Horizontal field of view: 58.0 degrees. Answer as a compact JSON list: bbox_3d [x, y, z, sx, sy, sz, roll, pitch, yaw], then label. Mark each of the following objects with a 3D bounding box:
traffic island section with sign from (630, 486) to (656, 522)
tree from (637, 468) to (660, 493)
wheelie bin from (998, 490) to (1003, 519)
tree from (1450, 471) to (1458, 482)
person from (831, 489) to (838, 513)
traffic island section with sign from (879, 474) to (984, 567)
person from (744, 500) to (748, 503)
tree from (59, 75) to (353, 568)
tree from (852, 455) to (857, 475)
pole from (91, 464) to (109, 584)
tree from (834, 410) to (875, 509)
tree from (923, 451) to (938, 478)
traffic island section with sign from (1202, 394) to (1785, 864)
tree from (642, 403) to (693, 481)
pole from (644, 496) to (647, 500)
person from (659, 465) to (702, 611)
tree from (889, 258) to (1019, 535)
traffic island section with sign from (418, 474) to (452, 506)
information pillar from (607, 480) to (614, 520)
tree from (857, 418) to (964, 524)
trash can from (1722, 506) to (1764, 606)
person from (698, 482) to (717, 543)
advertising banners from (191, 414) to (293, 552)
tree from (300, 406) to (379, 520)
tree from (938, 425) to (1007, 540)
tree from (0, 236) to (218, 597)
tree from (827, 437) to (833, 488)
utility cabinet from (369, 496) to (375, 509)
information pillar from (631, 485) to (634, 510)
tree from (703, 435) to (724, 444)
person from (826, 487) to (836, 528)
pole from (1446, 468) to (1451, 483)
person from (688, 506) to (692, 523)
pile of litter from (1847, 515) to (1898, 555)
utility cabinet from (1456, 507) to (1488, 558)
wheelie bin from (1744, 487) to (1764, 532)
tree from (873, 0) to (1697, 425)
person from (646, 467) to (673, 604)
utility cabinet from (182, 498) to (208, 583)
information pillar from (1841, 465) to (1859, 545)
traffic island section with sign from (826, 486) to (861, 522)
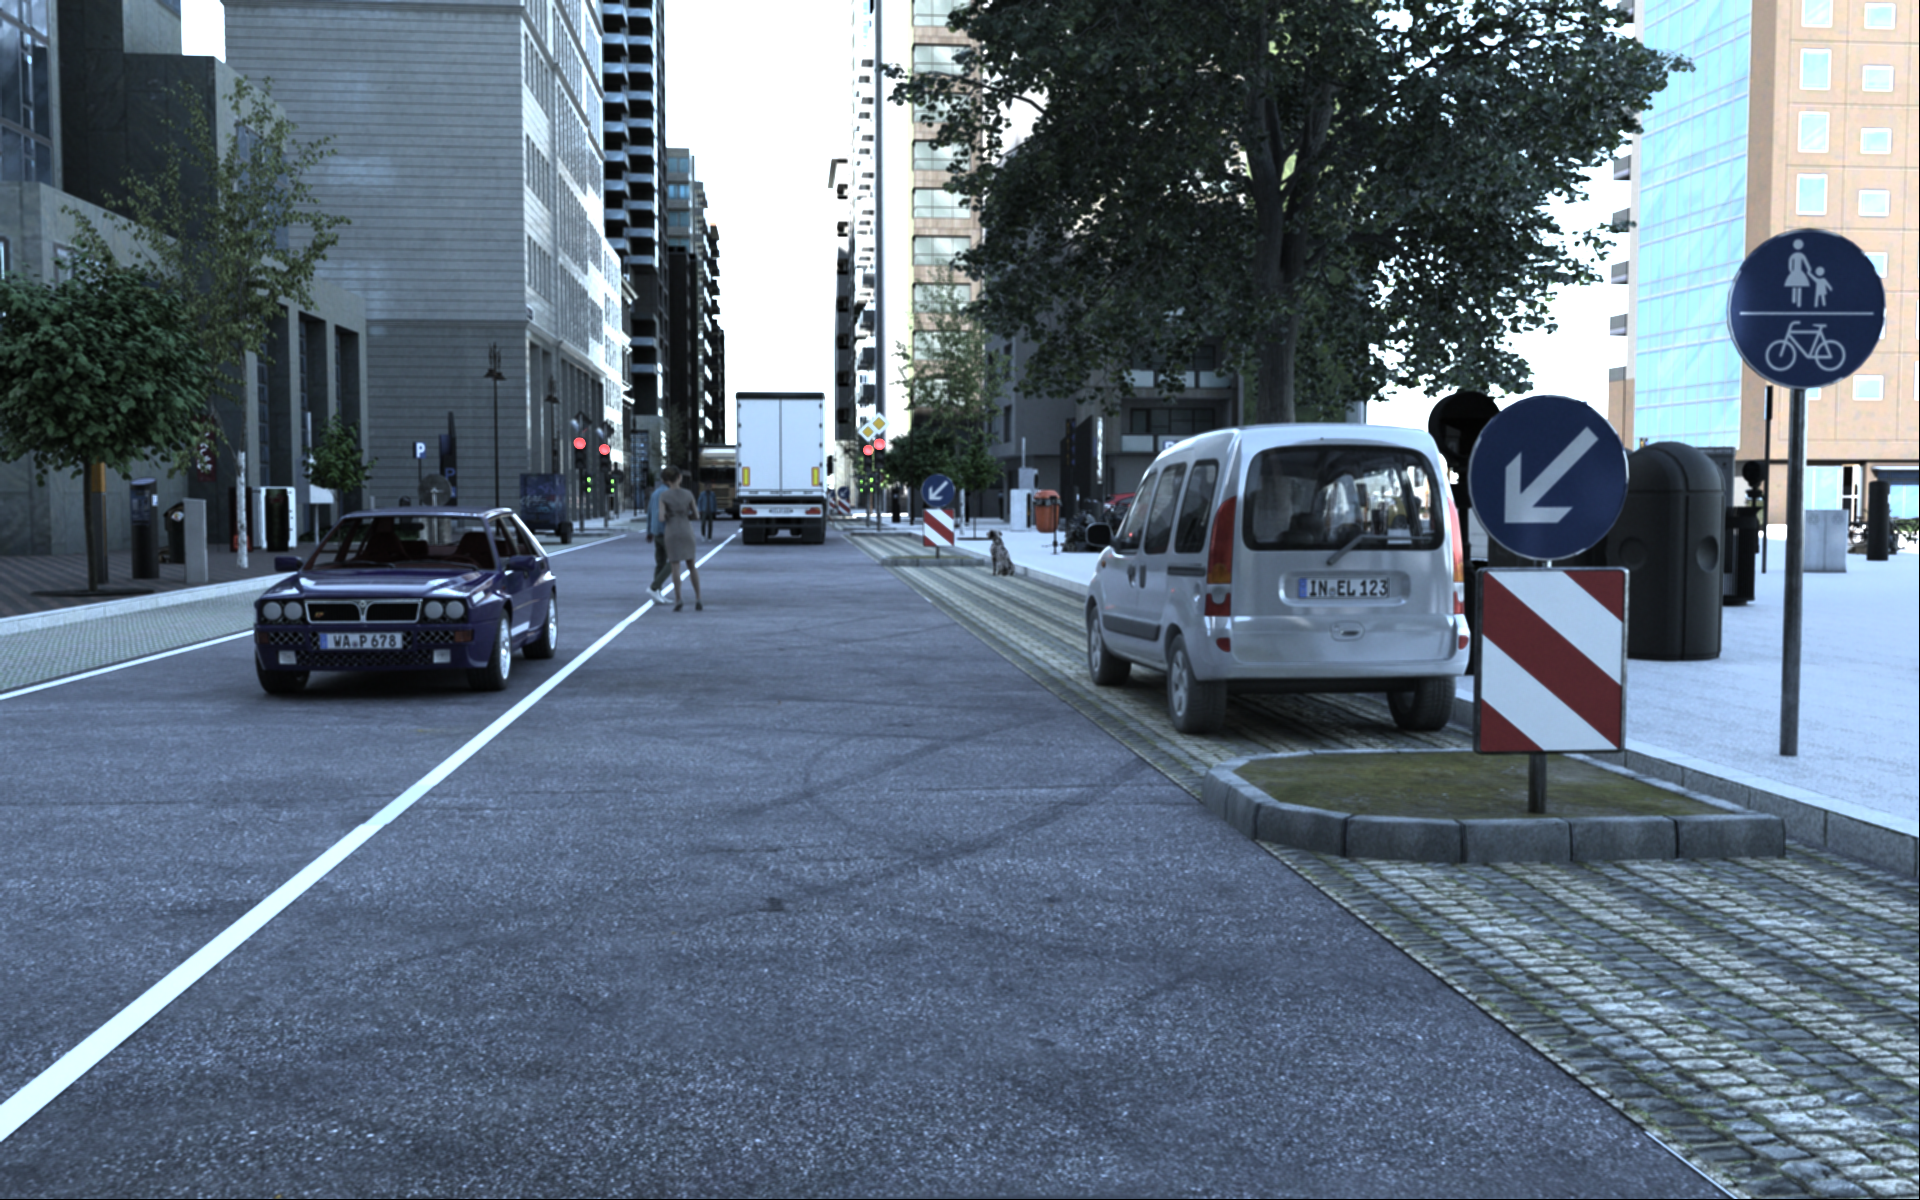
[{"bbox_3d":[-15.883,-4.918,89.038,1.989,1.847,2.006,0,4,-6],"label":"traffic island section with sign"},{"bbox_3d":[-22.530,-8.004,125.475,1.663,3.219,1.824,0,3,0],"label":"tree"},{"bbox_3d":[2.302,-4.891,87.871,0.693,1.594,0.980,1,4,16],"label":"wheelie bin"},{"bbox_3d":[15.365,-3.475,51.426,1.663,3.219,1.824,0,3,0],"label":"tree"},{"bbox_3d":[-8.867,-6.949,122.391,0.850,1.792,0.678,-1,4,-10],"label":"person"},{"bbox_3d":[-0.611,-1.607,34.905,1.989,1.847,2.006,0,4,-6],"label":"traffic island section with sign"},{"bbox_3d":[-17.488,-8.090,140.867,0.778,1.811,0.616,-3,4,-37],"label":"person"},{"bbox_3d":[-12.744,-4.866,29.925,4.737,8.622,4.395,0,3,0],"label":"tree"},{"bbox_3d":[-5.293,-7.742,110.299,4.285,4.588,4.351,0,3,0],"label":"tree"},{"bbox_3d":[-12.295,-1.887,24.690,0.158,3.312,0.155,0,3,0],"label":"pole"},{"bbox_3d":[-8.944,-12.386,152.874,4.360,8.622,3.978,0,3,0],"label":"tree"},{"bbox_3d":[-0.659,-4.402,66.573,1.663,3.219,1.824,0,3,0],"label":"tree"},{"bbox_3d":[2.153,0.061,7.636,1.989,1.847,2.006,0,4,-6],"label":"traffic island section with sign"},{"bbox_3d":[-23.355,-11.527,138.824,4.360,8.622,3.978,0,3,0],"label":"tree"},{"bbox_3d":[-23.220,-8.207,128.024,0.158,3.312,0.155,0,3,0],"label":"pole"},{"bbox_3d":[-3.430,-0.757,21.217,0.599,1.781,0.374,-2,4,-27],"label":"person"},{"bbox_3d":[-0.013,-6.313,53.578,4.737,8.622,4.395,0,3,0],"label":"tree"},{"bbox_3d":[-10.328,-1.548,33.938,1.989,1.847,2.006,0,4,-6],"label":"traffic island section with sign"},{"bbox_3d":[-17.209,-4.931,85.111,0.304,2.012,0.304,3,4,37],"label":"information pillar"},{"bbox_3d":[-1.461,-5.604,75.331,4.285,4.588,4.351,0,3,0],"label":"tree"},{"bbox_3d":[8.866,-0.512,20.025,0.748,1.137,0.748,0,3,0],"label":"trash can"},{"bbox_3d":[-7.474,-2.592,51.229,0.601,1.785,0.444,-1,4,-16],"label":"person"},{"bbox_3d":[-15.874,-2.573,38.259,2.074,3.025,0.090,-1,4,-12],"label":"advertising banners"},{"bbox_3d":[-13.577,-2.663,38.144,1.663,3.219,1.824,0,3,0],"label":"tree"},{"bbox_3d":[0.384,-3.306,48.654,1.663,3.219,1.824,0,3,0],"label":"tree"},{"bbox_3d":[-11.228,-2.360,22.295,4.285,4.588,4.351,0,3,0],"label":"tree"},{"bbox_3d":[-16.932,-16.849,225.838,4.737,8.622,4.395,0,3,0],"label":"tree"},{"bbox_3d":[-42.755,-7.032,126.137,0.306,1.237,1.020,-1,4,-19],"label":"utility cabinet"},{"bbox_3d":[-26.372,-8.234,139.119,0.304,2.012,0.304,-1,4,-15],"label":"information pillar"},{"bbox_3d":[-30.574,-16.227,215.672,4.360,8.622,3.978,0,3,0],"label":"tree"},{"bbox_3d":[-5.436,-3.770,70.893,0.466,1.731,0.760,3,5,43],"label":"person"},{"bbox_3d":[21.775,-5.099,77.208,0.158,3.312,0.155,0,3,0],"label":"pole"},{"bbox_3d":[-13.258,-4.519,84.987,0.503,1.515,0.523,2,4,35],"label":"person"},{"bbox_3d":[19.532,-1.417,37.137,1.719,0.858,1.176,-3,5,-44],"label":"pile of litter"},{"bbox_3d":[10.403,-1.589,34.665,0.318,1.500,1.173,-1,4,-19],"label":"utility cabinet"},{"bbox_3d":[27.321,-3.156,59.516,0.693,1.594,0.980,1,4,16],"label":"wheelie bin"},{"bbox_3d":[3.881,-6.968,20.577,9.857,13.997,8.962,0,3,0],"label":"tree"},{"bbox_3d":[-3.887,-0.837,22.532,0.444,1.785,0.601,-1,4,-22],"label":"person"},{"bbox_3d":[-11.228,-0.874,25.454,0.306,1.237,1.020,-1,4,-22],"label":"utility cabinet"},{"bbox_3d":[22.326,-2.384,43.470,0.304,2.012,0.304,-3,5,-41],"label":"information pillar"},{"bbox_3d":[-6.179,-4.990,90.217,1.989,1.847,2.006,0,4,-6],"label":"traffic island section with sign"}]
